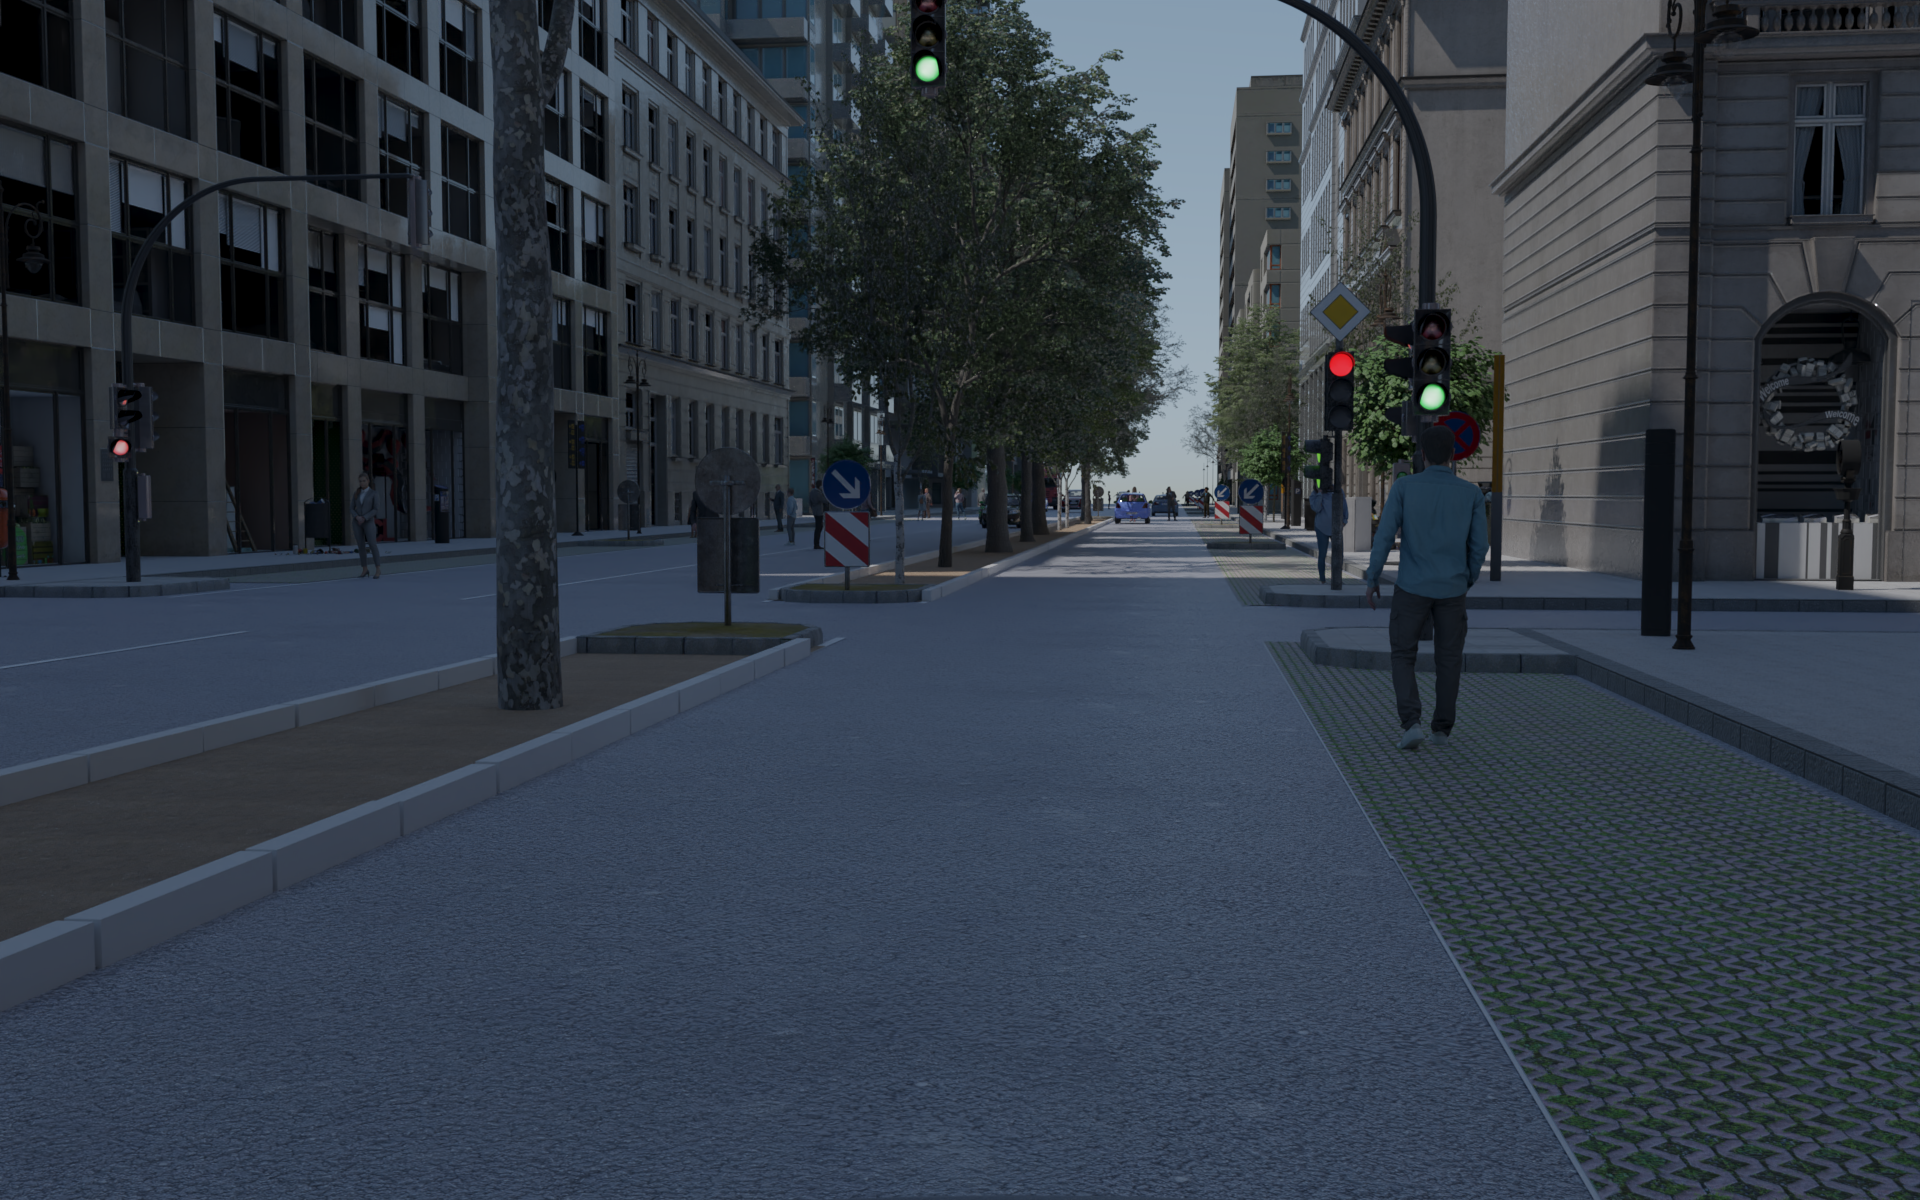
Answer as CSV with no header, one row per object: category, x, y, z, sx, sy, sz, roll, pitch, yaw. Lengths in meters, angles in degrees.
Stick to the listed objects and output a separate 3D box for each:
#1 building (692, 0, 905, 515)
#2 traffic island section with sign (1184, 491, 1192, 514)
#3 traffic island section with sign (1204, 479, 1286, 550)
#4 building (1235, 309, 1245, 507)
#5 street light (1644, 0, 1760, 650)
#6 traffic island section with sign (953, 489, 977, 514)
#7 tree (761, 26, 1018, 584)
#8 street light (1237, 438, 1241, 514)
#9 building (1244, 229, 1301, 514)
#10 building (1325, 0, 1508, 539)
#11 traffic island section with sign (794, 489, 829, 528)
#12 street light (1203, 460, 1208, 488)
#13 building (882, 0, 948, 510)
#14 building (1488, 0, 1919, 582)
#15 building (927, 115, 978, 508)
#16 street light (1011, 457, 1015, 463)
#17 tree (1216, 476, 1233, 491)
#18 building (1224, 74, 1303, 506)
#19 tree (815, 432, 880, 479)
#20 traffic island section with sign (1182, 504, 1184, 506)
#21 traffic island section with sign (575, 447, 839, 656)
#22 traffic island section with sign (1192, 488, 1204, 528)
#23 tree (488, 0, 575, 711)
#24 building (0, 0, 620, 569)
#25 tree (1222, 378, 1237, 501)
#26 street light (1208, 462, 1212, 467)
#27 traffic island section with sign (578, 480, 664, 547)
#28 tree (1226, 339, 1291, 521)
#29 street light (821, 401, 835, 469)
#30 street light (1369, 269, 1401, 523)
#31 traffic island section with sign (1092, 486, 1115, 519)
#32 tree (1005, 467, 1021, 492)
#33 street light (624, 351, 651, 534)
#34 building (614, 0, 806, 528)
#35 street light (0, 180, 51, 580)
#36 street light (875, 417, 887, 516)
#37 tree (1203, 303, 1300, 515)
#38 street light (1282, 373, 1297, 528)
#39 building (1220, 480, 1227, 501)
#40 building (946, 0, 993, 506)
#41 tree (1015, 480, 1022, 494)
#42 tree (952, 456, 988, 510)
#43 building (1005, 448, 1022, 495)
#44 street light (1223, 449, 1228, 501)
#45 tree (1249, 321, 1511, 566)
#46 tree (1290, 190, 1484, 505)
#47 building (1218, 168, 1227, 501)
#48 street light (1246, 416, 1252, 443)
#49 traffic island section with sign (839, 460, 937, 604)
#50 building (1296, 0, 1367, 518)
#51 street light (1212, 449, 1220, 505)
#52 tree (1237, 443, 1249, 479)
building,-16.760,-30.369,116.139,23.786,49.044,30.456,0,4,7
traffic island section with sign,17.049,-6.967,122.530,1.989,1.847,2.006,0,4,7
traffic island section with sign,7.493,-2.251,45.438,1.989,1.847,2.006,0,4,7
building,39.125,-18.931,154.566,27.650,21.520,28.899,0,4,7
street light,5.993,-2.531,14.165,0.468,5.910,1.993,0,4,7
traffic island section with sign,0.175,-7.076,124.317,1.989,1.847,2.006,0,4,7
tree,-0.970,-4.542,27.083,4.360,8.622,3.978,0,3,0
street light,18.255,-8.603,113.441,0.468,5.910,1.993,0,4,7
building,35.506,-17.181,125.949,27.650,21.520,28.899,0,4,7
building,18.238,-11.793,57.444,10.561,19.102,19.286,0,4,7
traffic island section with sign,-5.987,-4.040,74.674,1.989,1.847,2.006,0,4,7
street light,32.243,-15.479,225.867,0.468,5.910,1.993,0,4,7
building,-15.679,-34.046,145.895,28.713,52.752,27.495,0,4,7
building,22.202,-11.453,29.058,24.055,21.916,13.314,0,4,7
building,-6.052,-29.503,165.968,14.154,41.232,14.086,0,4,7
street light,5.673,-12.988,185.144,0.468,5.910,1.993,0,4,7
tree,24.846,-10.401,164.652,1.663,3.219,1.824,0,3,0
building,41.634,-35.052,196.806,21.300,48.544,21.600,0,4,7
tree,-5.932,-6.596,91.563,4.285,4.588,4.351,0,3,0
traffic island section with sign,20.369,-8.603,149.281,1.989,1.847,2.006,0,4,7
traffic island section with sign,-2.345,-0.499,16.301,2.006,1.907,1.989,0,4,7
traffic island section with sign,10.866,-3.919,72.710,1.989,1.847,2.006,0,4,7
tree,-1.776,-9.274,9.983,12.611,20.169,13.585,0,3,0
building,-23.762,-14.734,45.425,19.350,26.468,34.151,0,4,7
tree,27.981,-16.632,182.304,12.009,13.543,11.850,0,3,0
street light,28.567,-13.630,195.645,0.468,5.910,1.993,0,4,7
traffic island section with sign,-9.300,-2.403,47.923,1.989,1.847,2.006,0,4,7
tree,14.674,-8.113,83.014,4.360,8.622,3.978,0,3,0
street light,-6.547,-6.918,85.899,0.468,5.910,1.993,0,4,7
street light,8.737,-3.849,35.719,0.468,5.910,1.993,0,4,7
traffic island section with sign,7.809,-5.510,98.222,2.006,1.907,1.989,0,4,7
tree,4.026,-11.769,176.140,4.285,4.588,4.351,0,3,0
street light,-10.391,-5.085,55.921,0.468,5.910,1.993,0,4,7
building,-17.870,-14.912,77.094,16.112,22.955,30.059,0,4,7
street light,-14.135,-3.235,25.678,0.468,5.910,1.993,0,4,7
street light,-4.638,-7.899,101.936,0.468,5.910,1.993,0,4,7
tree,17.984,-11.356,103.790,7.486,12.596,7.792,0,3,0
street light,12.427,-5.664,65.402,0.468,5.910,1.993,0,4,7
building,49.668,-32.302,220.020,32.217,40.220,23.993,0,4,7
building,-6.562,-54.283,200.202,22.319,86.520,31.000,0,4,7
tree,7.236,-12.474,198.552,1.663,3.219,1.824,0,3,0
tree,0.373,-9.826,144.372,4.285,4.588,4.351,0,3,0
building,1.097,-33.020,223.465,14.154,41.232,14.086,0,4,7
street light,22.025,-10.432,143.350,0.468,5.910,1.993,0,4,7
tree,8.254,-2.915,31.380,4.285,4.588,4.351,0,3,0
tree,10.338,-5.601,41.933,4.360,8.622,3.978,0,3,0
building,47.363,-37.876,242.978,21.300,48.544,21.600,0,4,7
street light,15.999,-7.500,95.420,0.468,5.910,1.993,0,4,7
traffic island section with sign,-1.424,-0.949,23.650,2.006,1.907,1.989,0,4,7
building,22.541,-18.582,81.306,11.434,29.767,29.804,0,4,7
street light,25.717,-12.247,173.033,0.468,5.910,1.993,0,4,7
tree,14.301,-5.802,78.582,4.285,4.588,4.351,0,3,0
